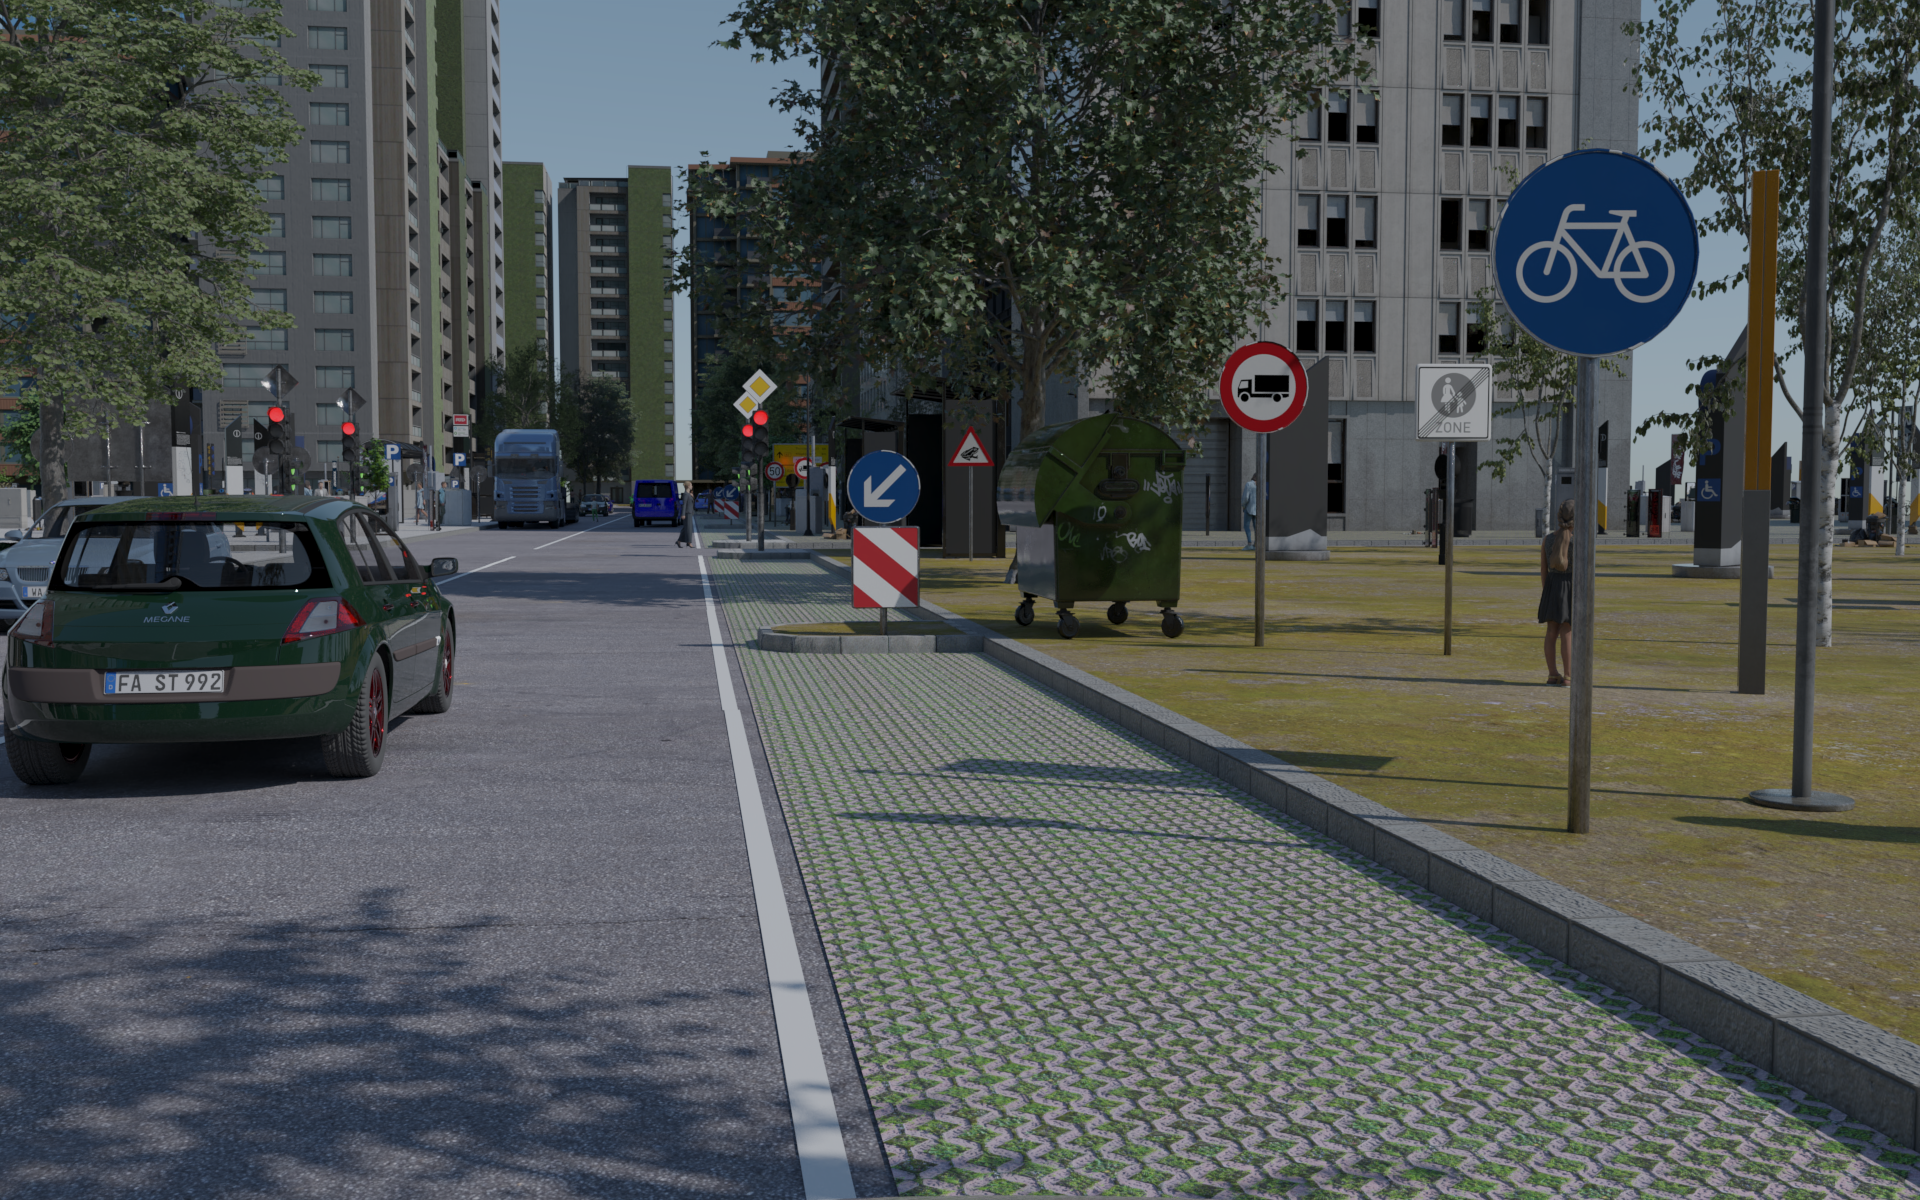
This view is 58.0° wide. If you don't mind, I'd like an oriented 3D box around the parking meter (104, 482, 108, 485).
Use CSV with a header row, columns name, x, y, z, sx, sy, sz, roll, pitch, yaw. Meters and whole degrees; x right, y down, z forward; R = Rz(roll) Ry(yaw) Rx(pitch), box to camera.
name,x,y,z,sx,sy,sz,roll,pitch,yaw
parking meter,-41.355,-4.795,84.109,0.255,1.863,0.399,0,4,-2

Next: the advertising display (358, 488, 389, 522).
name,x,y,z,sx,sy,sz,roll,pitch,yaw
advertising display,-19.343,-3.175,57.127,0.974,1.923,0.123,0,4,3

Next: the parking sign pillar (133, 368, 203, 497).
name,x,y,z,sx,sy,sz,roll,pitch,yaw
parking sign pillar,-16.753,-2.945,36.620,1.447,3.967,1.447,-1,4,-14

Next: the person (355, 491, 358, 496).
name,x,y,z,sx,sy,sz,roll,pitch,yaw
person,-22.843,-3.613,65.451,0.374,1.781,0.599,0,4,-5

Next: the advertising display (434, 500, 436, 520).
name,x,y,z,sx,sy,sz,roll,pitch,yaw
advertising display,-26.095,-4.956,86.245,0.123,1.923,0.974,2,4,24

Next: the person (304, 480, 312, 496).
name,x,y,z,sx,sy,sz,roll,pitch,yaw
person,-24.554,-3.580,64.833,0.793,1.790,0.793,0,4,3

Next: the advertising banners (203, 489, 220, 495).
name,x,y,z,sx,sy,sz,roll,pitch,yaw
advertising banners,-20.453,-3.020,45.559,2.074,3.025,0.090,1,4,9

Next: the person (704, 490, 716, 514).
name,x,y,z,sx,sy,sz,roll,pitch,yaw
person,-17.869,-7.050,124.325,0.990,1.755,0.434,-1,4,-16

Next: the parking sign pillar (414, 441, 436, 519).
name,x,y,z,sx,sy,sz,roll,pitch,yaw
parking sign pillar,-27.031,-6.089,88.035,1.447,3.967,1.447,0,4,-1

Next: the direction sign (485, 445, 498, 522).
name,x,y,z,sx,sy,sz,roll,pitch,yaw
direction sign,-21.706,-5.413,80.506,0.876,3.537,0.379,1,4,23

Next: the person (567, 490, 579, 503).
name,x,y,z,sx,sy,sz,roll,pitch,yaw
person,-35.809,-9.373,160.001,1.217,1.736,0.721,-1,4,-21

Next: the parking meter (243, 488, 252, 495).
name,x,y,z,sx,sy,sz,roll,pitch,yaw
parking meter,-31.525,-4.175,76.670,0.372,1.533,0.369,0,3,0

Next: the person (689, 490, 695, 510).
name,x,y,z,sx,sy,sz,roll,pitch,yaw
person,-23.722,-8.832,153.351,0.683,1.767,0.568,-2,4,-24

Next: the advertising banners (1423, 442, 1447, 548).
name,x,y,z,sx,sy,sz,roll,pitch,yaw
advertising banners,11.340,-2.760,41.314,0.090,3.025,2.074,0,4,3

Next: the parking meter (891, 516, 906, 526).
name,x,y,z,sx,sy,sz,roll,pitch,yaw
parking meter,-1.741,-2.614,48.447,0.399,1.863,0.255,1,4,20

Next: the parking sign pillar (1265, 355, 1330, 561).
name,x,y,z,sx,sy,sz,roll,pitch,yaw
parking sign pillar,6.488,-2.766,33.695,1.447,3.967,1.447,-1,4,-20

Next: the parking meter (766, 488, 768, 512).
name,x,y,z,sx,sy,sz,roll,pitch,yaw
parking meter,-12.266,-6.342,109.398,0.255,1.863,0.399,-1,4,-12

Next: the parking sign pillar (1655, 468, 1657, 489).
name,x,y,z,sx,sy,sz,roll,pitch,yaw
parking sign pillar,49.437,-8.131,121.408,1.447,3.967,1.447,1,4,23

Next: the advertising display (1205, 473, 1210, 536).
name,x,y,z,sx,sy,sz,roll,pitch,yaw
advertising display,7.675,-2.961,53.625,0.123,1.923,0.974,1,4,10

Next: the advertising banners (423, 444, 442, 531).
name,x,y,z,sx,sy,sz,roll,pitch,yaw
advertising banners,-18.506,-3.944,60.672,0.090,3.025,2.074,-2,4,-31

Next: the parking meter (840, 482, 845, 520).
name,x,y,z,sx,sy,sz,roll,pitch,yaw
parking meter,-5.729,-4.857,85.117,0.255,1.863,0.399,-1,4,-18

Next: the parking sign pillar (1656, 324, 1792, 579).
name,x,y,z,sx,sy,sz,roll,pitch,yaw
parking sign pillar,11.776,-2.334,26.639,1.447,3.967,1.447,3,5,43

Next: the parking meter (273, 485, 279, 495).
name,x,y,z,sx,sy,sz,roll,pitch,yaw
parking meter,-45.395,-6.685,115.017,0.399,1.863,0.255,1,4,14

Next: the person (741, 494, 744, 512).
name,x,y,z,sx,sy,sz,roll,pitch,yaw
person,-15.618,-7.315,125.518,0.599,1.838,0.709,0,4,-5

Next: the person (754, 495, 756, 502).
name,x,y,z,sx,sy,sz,roll,pitch,yaw
person,-17.424,-8.476,147.878,0.557,1.426,1.065,-2,4,-26

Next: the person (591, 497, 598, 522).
name,x,y,z,sx,sy,sz,roll,pitch,yaw
person,-18.604,-4.617,88.238,0.306,1.304,0.590,-2,4,-32

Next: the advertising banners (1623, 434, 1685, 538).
name,x,y,z,sx,sy,sz,roll,pitch,yaw
advertising banners,20.393,-3.341,50.818,0.090,3.025,2.074,-2,4,-31

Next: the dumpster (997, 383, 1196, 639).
name,x,y,z,sx,sy,sz,roll,pitch,yaw
dumpster,1.244,-0.831,16.073,1.502,2.255,1.985,-1,4,-9

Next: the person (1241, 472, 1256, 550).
name,x,y,z,sx,sy,sz,roll,pitch,yaw
person,6.685,-2.033,39.544,0.793,1.790,0.793,2,4,28

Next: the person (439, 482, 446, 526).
name,x,y,z,sx,sy,sz,roll,pitch,yaw
person,-20.777,-3.851,69.357,0.444,1.785,0.601,0,4,1

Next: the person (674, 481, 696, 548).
name,x,y,z,sx,sy,sz,roll,pitch,yaw
person,-7.277,-2.265,45.956,0.534,1.772,0.576,-2,4,-25

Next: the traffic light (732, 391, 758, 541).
name,x,y,z,sx,sy,sz,roll,pitch,yaw
traffic light,-5.750,-3.544,46.873,0.839,4.253,0.868,-1,4,-9

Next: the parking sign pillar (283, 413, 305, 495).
name,x,y,z,sx,sy,sz,roll,pitch,yaw
parking sign pillar,-22.414,-4.260,58.128,1.447,3.967,1.447,-3,4,-37

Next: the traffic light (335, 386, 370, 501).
name,x,y,z,sx,sy,sz,roll,pitch,yaw
traffic light,-15.885,-3.447,45.272,0.839,4.253,0.868,-1,4,-9

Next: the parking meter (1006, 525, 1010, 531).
name,x,y,z,sx,sy,sz,roll,pitch,yaw
parking meter,1.667,-3.347,60.439,0.399,1.863,0.255,0,4,-1

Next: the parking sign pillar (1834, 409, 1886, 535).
name,x,y,z,sx,sy,sz,roll,pitch,yaw
parking sign pillar,28.358,-4.037,54.483,1.447,3.967,1.447,3,4,38

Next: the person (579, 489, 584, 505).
name,x,y,z,sx,sy,sz,roll,pitch,yaw
person,-37.185,-10.018,170.374,0.750,1.759,0.617,0,4,-3

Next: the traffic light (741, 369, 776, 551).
name,x,y,z,sx,sy,sz,roll,pitch,yaw
traffic light,-4.511,-3.062,38.984,0.839,4.253,0.868,-1,4,-9

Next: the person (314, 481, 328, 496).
name,x,y,z,sx,sy,sz,roll,pitch,yaw
person,-26.183,-3.967,71.110,0.606,1.804,0.583,-3,5,-41

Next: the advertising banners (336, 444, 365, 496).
name,x,y,z,sx,sy,sz,roll,pitch,yaw
advertising banners,-21.609,-3.993,61.472,2.074,3.025,0.090,3,5,42

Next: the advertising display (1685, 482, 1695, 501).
name,x,y,z,sx,sy,sz,roll,pitch,yaw
advertising display,39.072,-5.352,92.716,0.974,1.923,0.123,-3,5,-42

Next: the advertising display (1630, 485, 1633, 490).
name,x,y,z,sx,sy,sz,roll,pitch,yaw
advertising display,49.442,-7.554,128.718,0.974,1.923,0.123,2,4,34

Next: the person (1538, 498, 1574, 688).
name,x,y,z,sx,sy,sz,roll,pitch,yaw
person,4.048,-0.053,11.580,0.373,1.253,0.362,-2,4,-31

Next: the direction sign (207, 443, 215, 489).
name,x,y,z,sx,sy,sz,roll,pitch,yaw
direction sign,-33.463,-5.224,77.413,0.379,3.537,0.876,0,4,-6

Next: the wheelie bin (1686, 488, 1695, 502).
name,x,y,z,sx,sy,sz,roll,pitch,yaw
wheelie bin,38.056,-4.992,89.526,0.980,1.594,0.693,3,4,38

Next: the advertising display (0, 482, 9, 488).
name,x,y,z,sx,sy,sz,roll,pitch,yaw
advertising display,-50.272,-5.253,91.097,0.123,1.923,0.974,1,4,18

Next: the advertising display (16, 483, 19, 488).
name,x,y,z,sx,sy,sz,roll,pitch,yaw
advertising display,-56.430,-6.011,103.492,0.974,1.923,0.123,3,5,45

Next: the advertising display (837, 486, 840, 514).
name,x,y,z,sx,sy,sz,roll,pitch,yaw
advertising display,-7.300,-6.396,109.787,0.974,1.923,0.123,1,4,8

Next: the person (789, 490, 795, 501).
name,x,y,z,sx,sy,sz,roll,pitch,yaw
person,-19.083,-11.759,198.309,1.348,1.824,0.705,3,5,40

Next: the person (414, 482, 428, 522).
name,x,y,z,sx,sy,sz,roll,pitch,yaw
person,-24.326,-4.405,78.163,0.778,1.811,0.616,-2,4,-35
